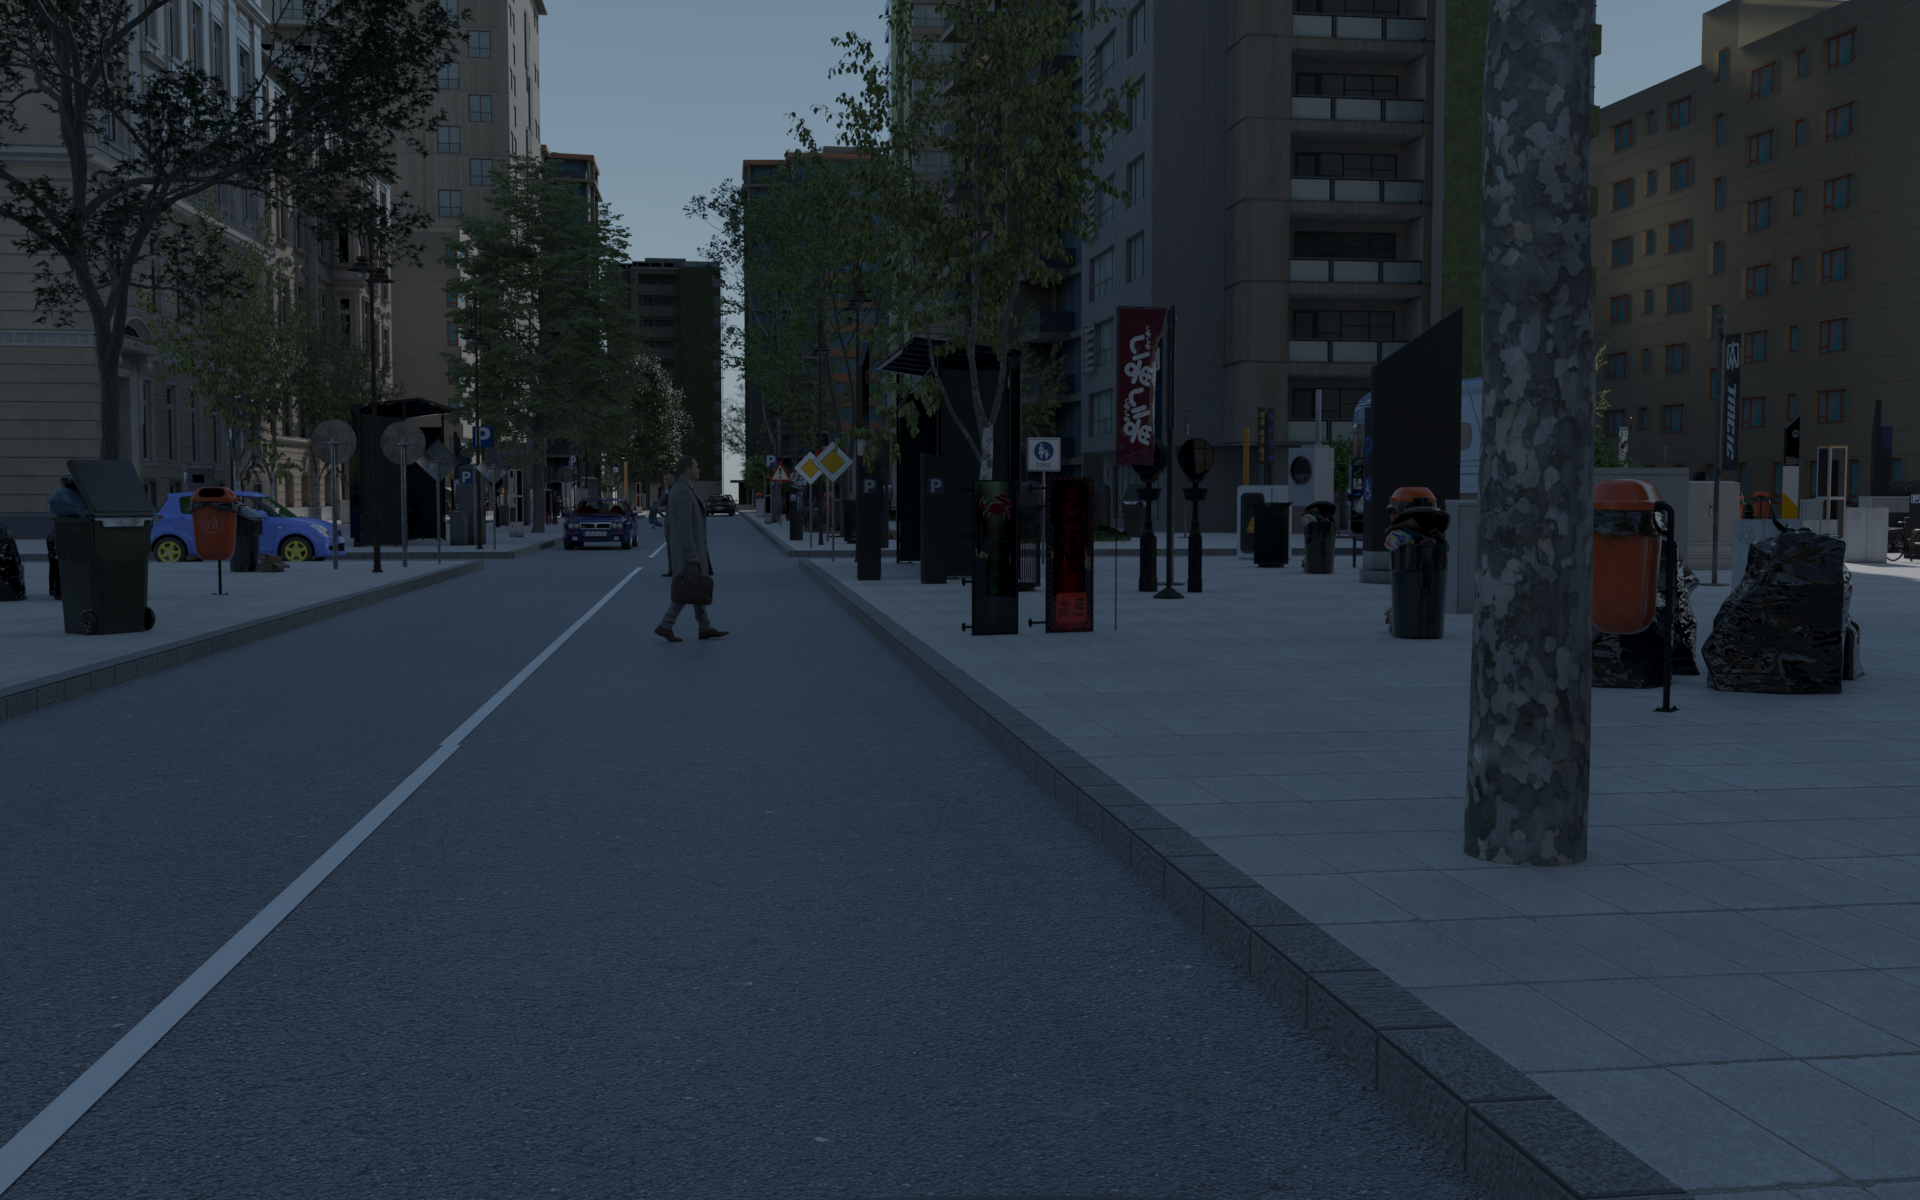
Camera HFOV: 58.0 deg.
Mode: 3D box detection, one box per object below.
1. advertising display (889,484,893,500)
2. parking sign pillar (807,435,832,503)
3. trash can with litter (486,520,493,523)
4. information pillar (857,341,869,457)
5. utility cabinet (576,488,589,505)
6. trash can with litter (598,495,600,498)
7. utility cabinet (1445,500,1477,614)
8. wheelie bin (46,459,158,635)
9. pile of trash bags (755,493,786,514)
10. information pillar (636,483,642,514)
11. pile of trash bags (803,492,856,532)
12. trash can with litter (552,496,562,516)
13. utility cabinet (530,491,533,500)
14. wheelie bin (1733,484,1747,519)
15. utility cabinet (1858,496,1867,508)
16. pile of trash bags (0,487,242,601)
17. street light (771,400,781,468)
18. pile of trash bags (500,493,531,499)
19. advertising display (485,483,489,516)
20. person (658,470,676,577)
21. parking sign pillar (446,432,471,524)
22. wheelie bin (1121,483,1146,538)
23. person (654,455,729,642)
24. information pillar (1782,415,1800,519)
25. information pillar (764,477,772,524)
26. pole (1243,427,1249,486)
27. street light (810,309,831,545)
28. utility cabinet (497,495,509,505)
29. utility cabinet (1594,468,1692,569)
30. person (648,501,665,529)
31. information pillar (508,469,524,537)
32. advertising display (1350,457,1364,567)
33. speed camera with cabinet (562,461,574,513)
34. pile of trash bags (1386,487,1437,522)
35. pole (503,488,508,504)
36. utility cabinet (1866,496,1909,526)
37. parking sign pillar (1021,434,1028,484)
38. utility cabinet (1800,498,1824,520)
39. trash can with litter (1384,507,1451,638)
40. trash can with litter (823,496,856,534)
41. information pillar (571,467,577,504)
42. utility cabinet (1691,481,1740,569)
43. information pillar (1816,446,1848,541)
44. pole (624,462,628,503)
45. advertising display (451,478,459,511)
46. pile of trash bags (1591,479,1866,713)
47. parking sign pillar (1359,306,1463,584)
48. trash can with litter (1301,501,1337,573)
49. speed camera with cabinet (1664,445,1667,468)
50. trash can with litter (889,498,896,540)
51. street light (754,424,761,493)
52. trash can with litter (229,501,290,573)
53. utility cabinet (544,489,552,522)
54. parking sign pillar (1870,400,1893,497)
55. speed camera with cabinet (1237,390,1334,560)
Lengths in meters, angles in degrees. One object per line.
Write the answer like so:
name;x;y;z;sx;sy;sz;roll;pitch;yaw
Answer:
advertising display;-4.828;-6.676;114.368;0.974;1.923;0.123;3;5;43
parking sign pillar;-6.451;-5.574;79.612;1.447;3.967;1.447;3;5;40
trash can with litter;-21.547;-4.078;77.732;1.678;1.210;2.233;-1;4;-14
information pillar;-1.467;-2.142;26.372;0.183;3.616;0.504;1;4;9
utility cabinet;-14.768;-3.614;67.761;0.318;1.500;1.173;-1;4;-22
trash can with litter;-21.042;-5.355;98.604;2.233;1.210;1.678;-1;4;-12
utility cabinet;5.773;-0.464;18.749;1.020;1.237;0.306;-1;4;-16
wheelie bin;-7.952;-0.495;16.007;0.693;1.594;0.980;2;4;29
pile of trash bags;-12.341;-6.216;111.380;1.912;1.369;3.447;1;4;16
information pillar;-21.034;-6.671;113.557;0.304;2.012;0.304;1;4;13
pile of trash bags;-4.460;-3.043;59.503;1.912;1.369;3.447;0;4;-7
trash can with litter;-23.726;-5.466;100.752;1.055;1.170;0.624;-2;4;-24
utility cabinet;-27.912;-6.314;111.907;1.173;1.500;0.318;-1;4;-19
wheelie bin;22.282;-2.571;49.937;0.693;1.594;0.980;1;4;18
utility cabinet;24.675;-2.180;46.804;0.306;1.237;1.020;0;3;0
pile of trash bags;-10.749;-0.719;21.504;3.447;1.369;1.912;-1;4;-14
street light;-8.391;-6.508;79.199;0.468;5.910;1.993;0;4;-8
pile of trash bags;-26.764;-5.736;103.540;1.912;1.369;3.447;-3;4;-38
advertising display;-27.620;-5.825;100.451;0.123;1.923;0.974;1;4;14
person;-4.910;-1.324;29.946;0.655;1.846;0.447;1;4;11
parking sign pillar;-21.706;-5.329;75.600;1.447;3.967;1.447;0;4;-2
wheelie bin;5.208;-2.654;51.296;0.980;1.594;0.693;3;5;41
person;-2.623;-0.509;16.923;0.767;1.812;0.694;-1;4;-16
information pillar;24.658;-3.671;51.372;0.504;3.616;0.183;-1;4;-12
information pillar;-8.235;-4.273;74.358;0.304;2.012;0.304;0;4;-2
pole;8.736;-3.613;52.922;0.158;3.312;0.155;0;3;0
street light;-3.502;-4.322;43.457;0.468;5.910;1.993;0;4;-8
utility cabinet;-24.970;-5.116;94.812;1.020;1.237;0.306;1;4;13
utility cabinet;5.511;-0.366;14.667;1.173;1.500;0.318;0;4;-4
person;-12.692;-3.550;72.043;1.012;1.151;0.738;2;4;35
information pillar;-13.178;-2.869;51.395;0.304;2.012;0.304;2;4;27
advertising display;7.253;-1.516;29.999;0.974;1.923;0.123;2;4;34
speed camera with cabinet;-23.350;-6.652;103.091;0.660;3.252;2.038;-1;4;-10
pile of trash bags;7.065;-0.751;22.038;3.447;1.369;1.912;-1;4;-12
pole;-19.470;-4.912;74.148;0.158;3.312;0.155;0;3;0
utility cabinet;23.777;-2.021;44.199;1.020;1.237;0.306;1;4;11
parking sign pillar;2.105;-5.051;71.048;1.447;3.967;1.447;1;4;17
utility cabinet;12.317;-0.853;25.105;0.306;1.237;1.020;2;4;25
trash can with litter;4.054;-0.263;15.690;0.624;1.170;1.055;0;4;1
trash can with litter;-3.577;-2.773;56.389;2.233;1.210;1.678;-2;4;-34
information pillar;-24.141;-7.144;108.167;0.504;3.616;0.183;2;4;35
utility cabinet;12.561;-1.264;29.345;1.173;1.500;0.318;0;4;-3
information pillar;13.303;-1.344;26.466;0.304;2.012;0.304;-1;4;-10
pole;-20.990;-7.030;108.782;0.158;3.312;0.155;0;3;0
advertising display;-20.920;-4.082;71.946;0.123;1.923;0.974;0;4;2
pile of trash bags;4.828;-0.107;11.495;1.912;1.369;3.447;3;4;36
parking sign pillar;6.532;-2.235;25.019;1.447;3.967;1.447;0;4;-5
trash can with litter;5.754;-1.027;28.180;0.624;1.170;1.055;0;4;-1
speed camera with cabinet;28.209;-4.676;70.784;0.660;3.252;2.038;-1;4;-12
trash can with litter;-2.134;-2.303;49.036;1.055;1.170;0.624;3;4;38
street light;-13.315;-8.644;114.123;0.468;5.910;1.993;0;4;-8
trash can with litter;-11.582;-1.052;28.584;1.055;1.170;0.624;1;4;13
utility cabinet;-18.650;-4.229;77.820;0.318;1.500;1.173;0;4;5
parking sign pillar;26.641;-3.772;50.145;1.447;3.967;1.447;2;4;24
speed camera with cabinet;6.235;-2.384;33.313;0.660;3.252;2.038;-2;4;-35
